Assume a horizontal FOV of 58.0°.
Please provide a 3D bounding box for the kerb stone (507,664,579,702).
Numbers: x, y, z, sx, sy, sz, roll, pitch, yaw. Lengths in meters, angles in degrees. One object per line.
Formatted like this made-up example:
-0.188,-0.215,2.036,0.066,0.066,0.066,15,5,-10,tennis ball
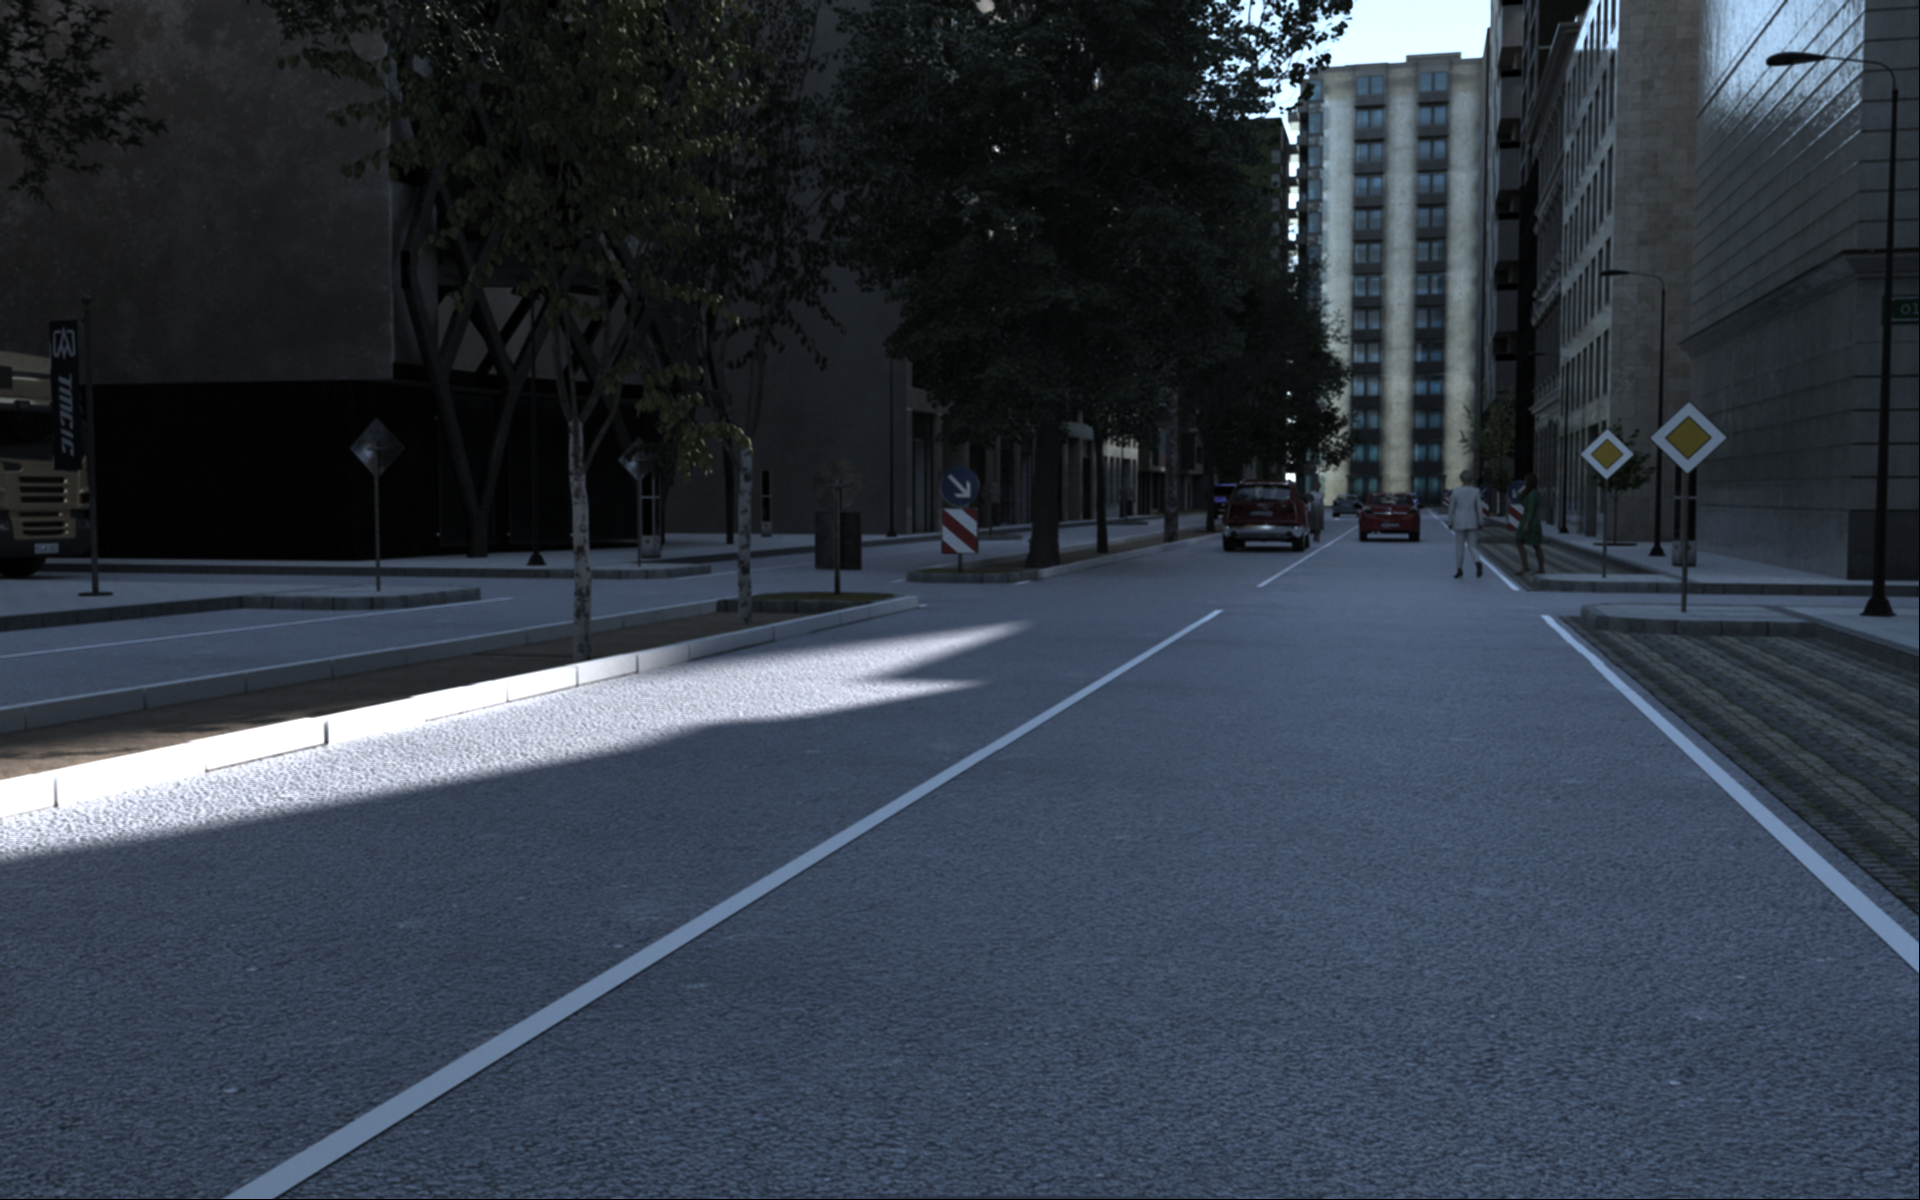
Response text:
-3.036,0.601,12.405,0.120,0.150,1.000,1,4,15,kerb stone

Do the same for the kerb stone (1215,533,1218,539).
7.953,-1.978,54.597,0.120,0.150,1.000,1,4,15,kerb stone

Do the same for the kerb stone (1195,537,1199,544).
6.656,-1.674,49.625,0.120,0.150,1.000,1,4,15,kerb stone

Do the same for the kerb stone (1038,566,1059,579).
1.495,-0.461,29.795,0.120,0.150,1.000,1,4,15,kerb stone

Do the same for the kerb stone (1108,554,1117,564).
3.039,-0.830,35.758,0.120,0.150,1.000,1,4,15,kerb stone

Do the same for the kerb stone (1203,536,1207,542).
7.175,-1.799,51.617,0.120,0.150,1.000,1,4,15,kerb stone

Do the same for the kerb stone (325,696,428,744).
-3.546,0.728,10.414,0.120,0.150,1.000,1,4,15,kerb stone

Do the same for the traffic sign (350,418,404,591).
-7.669,-1.171,22.787,0.795,2.450,0.064,1,4,15,traffic sign

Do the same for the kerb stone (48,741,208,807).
-4.065,0.846,8.433,0.120,0.150,1.000,1,4,15,kerb stone

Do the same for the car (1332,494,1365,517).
24.378,-5.916,108.733,2.014,1.417,4.499,1,4,16,car

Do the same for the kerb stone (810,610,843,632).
-1.488,0.237,18.356,0.120,0.150,1.000,1,4,15,kerb stone

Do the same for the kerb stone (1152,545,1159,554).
4.593,-1.193,41.702,0.120,0.150,1.000,1,4,15,kerb stone

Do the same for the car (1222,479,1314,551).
7.991,-2.218,44.938,2.281,1.827,5.304,1,4,14,car

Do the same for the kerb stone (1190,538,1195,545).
6.405,-1.617,48.633,0.120,0.150,1.000,1,4,15,kerb stone

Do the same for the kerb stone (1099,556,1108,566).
2.785,-0.767,34.763,0.120,0.150,1.000,1,4,15,kerb stone

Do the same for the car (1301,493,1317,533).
12.451,-3.400,64.625,2.155,1.783,4.494,1,4,16,car

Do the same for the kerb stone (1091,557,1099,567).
2.519,-0.708,33.775,0.120,0.150,1.000,1,4,15,kerb stone

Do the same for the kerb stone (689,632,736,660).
-2.254,0.417,15.383,0.120,0.150,1.000,1,4,15,kerb stone

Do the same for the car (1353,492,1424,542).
13.351,-2.745,53.924,2.155,1.783,4.494,1,4,13,car

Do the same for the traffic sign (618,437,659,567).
-5.657,-1.644,30.515,0.795,2.450,0.064,1,4,15,traffic sign

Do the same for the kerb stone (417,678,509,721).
-3.295,0.660,11.406,0.120,0.150,1.000,1,4,15,kerb stone

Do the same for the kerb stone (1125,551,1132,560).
3.559,-0.950,37.736,0.120,0.150,1.000,1,4,15,kerb stone

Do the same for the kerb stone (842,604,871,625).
-1.227,0.174,19.344,0.120,0.150,1.000,1,4,15,kerb stone

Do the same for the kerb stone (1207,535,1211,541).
7.432,-1.855,52.611,0.120,0.150,1.000,1,4,15,kerb stone

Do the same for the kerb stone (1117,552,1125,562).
3.313,-0.887,36.743,0.120,0.150,1.000,1,4,15,kerb stone

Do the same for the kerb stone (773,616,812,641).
-1.738,0.295,17.365,0.120,0.150,1.000,1,4,15,kerb stone

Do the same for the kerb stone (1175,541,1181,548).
5.630,-1.434,45.665,0.120,0.150,1.000,1,4,15,kerb stone

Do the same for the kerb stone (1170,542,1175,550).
5.364,-1.375,44.677,0.120,0.150,1.000,1,4,15,kerb stone

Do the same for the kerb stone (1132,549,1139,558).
3.817,-1.008,38.725,0.120,0.150,1.000,1,4,15,kerb stone

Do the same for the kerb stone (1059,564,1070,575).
1.755,-0.526,30.792,0.120,0.150,1.000,1,4,15,kerb stone

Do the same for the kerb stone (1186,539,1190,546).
6.140,-1.557,47.646,0.120,0.150,1.000,1,4,15,kerb stone

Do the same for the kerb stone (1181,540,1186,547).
5.886,-1.495,46.656,0.120,0.150,1.000,1,4,15,kerb stone

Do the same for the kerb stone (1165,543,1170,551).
5.111,-1.314,43.687,0.120,0.150,1.000,1,4,15,kerb stone

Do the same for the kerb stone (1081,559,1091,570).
2.277,-0.647,32.778,0.120,0.150,1.000,1,4,15,kerb stone

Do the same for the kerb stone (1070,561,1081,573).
2.018,-0.578,31.789,0.120,0.150,1.000,1,4,15,kerb stone

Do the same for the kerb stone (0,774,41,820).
-4.324,0.905,7.444,0.120,0.150,1.000,1,4,15,kerb stone

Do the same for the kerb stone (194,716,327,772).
-3.813,0.781,9.427,0.120,0.150,1.000,1,4,15,kerb stone

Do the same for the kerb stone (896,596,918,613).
-0.713,0.053,21.325,0.120,0.150,1.000,1,4,15,kerb stone

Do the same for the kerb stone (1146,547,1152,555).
4.332,-1.129,40.714,0.120,0.150,1.000,1,4,15,kerb stone

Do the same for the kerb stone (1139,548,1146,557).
4.076,-1.072,39.724,0.120,0.150,1.000,1,4,15,kerb stone

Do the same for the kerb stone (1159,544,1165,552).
4.855,-1.254,42.697,0.120,0.150,1.000,1,4,15,kerb stone

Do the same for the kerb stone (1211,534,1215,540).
7.689,-1.921,53.600,0.120,0.150,1.000,1,4,15,kerb stone

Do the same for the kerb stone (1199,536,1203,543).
6.911,-1.737,50.625,0.120,0.150,1.000,1,4,15,kerb stone

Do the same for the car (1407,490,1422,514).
31.122,-6.784,120.511,1.945,1.707,3.694,1,4,14,car

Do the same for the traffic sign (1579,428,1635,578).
9.866,-1.396,26.468,0.795,2.450,0.064,1,4,15,traffic sign

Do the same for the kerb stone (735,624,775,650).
-2.005,0.360,16.377,0.120,0.150,1.000,1,4,15,kerb stone

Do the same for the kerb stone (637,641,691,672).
-2.513,0.480,14.394,0.120,0.150,1.000,1,4,15,kerb stone

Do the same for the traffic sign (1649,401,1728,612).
7.854,-0.923,18.739,0.795,2.450,0.064,1,4,15,traffic sign

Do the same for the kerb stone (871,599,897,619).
-0.968,0.116,20.336,0.120,0.150,1.000,1,4,15,kerb stone

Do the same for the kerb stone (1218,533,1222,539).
8.212,-2.040,55.587,0.120,0.150,1.000,1,4,15,kerb stone

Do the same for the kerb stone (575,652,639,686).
-2.776,0.538,13.403,0.120,0.150,1.000,1,4,15,kerb stone
